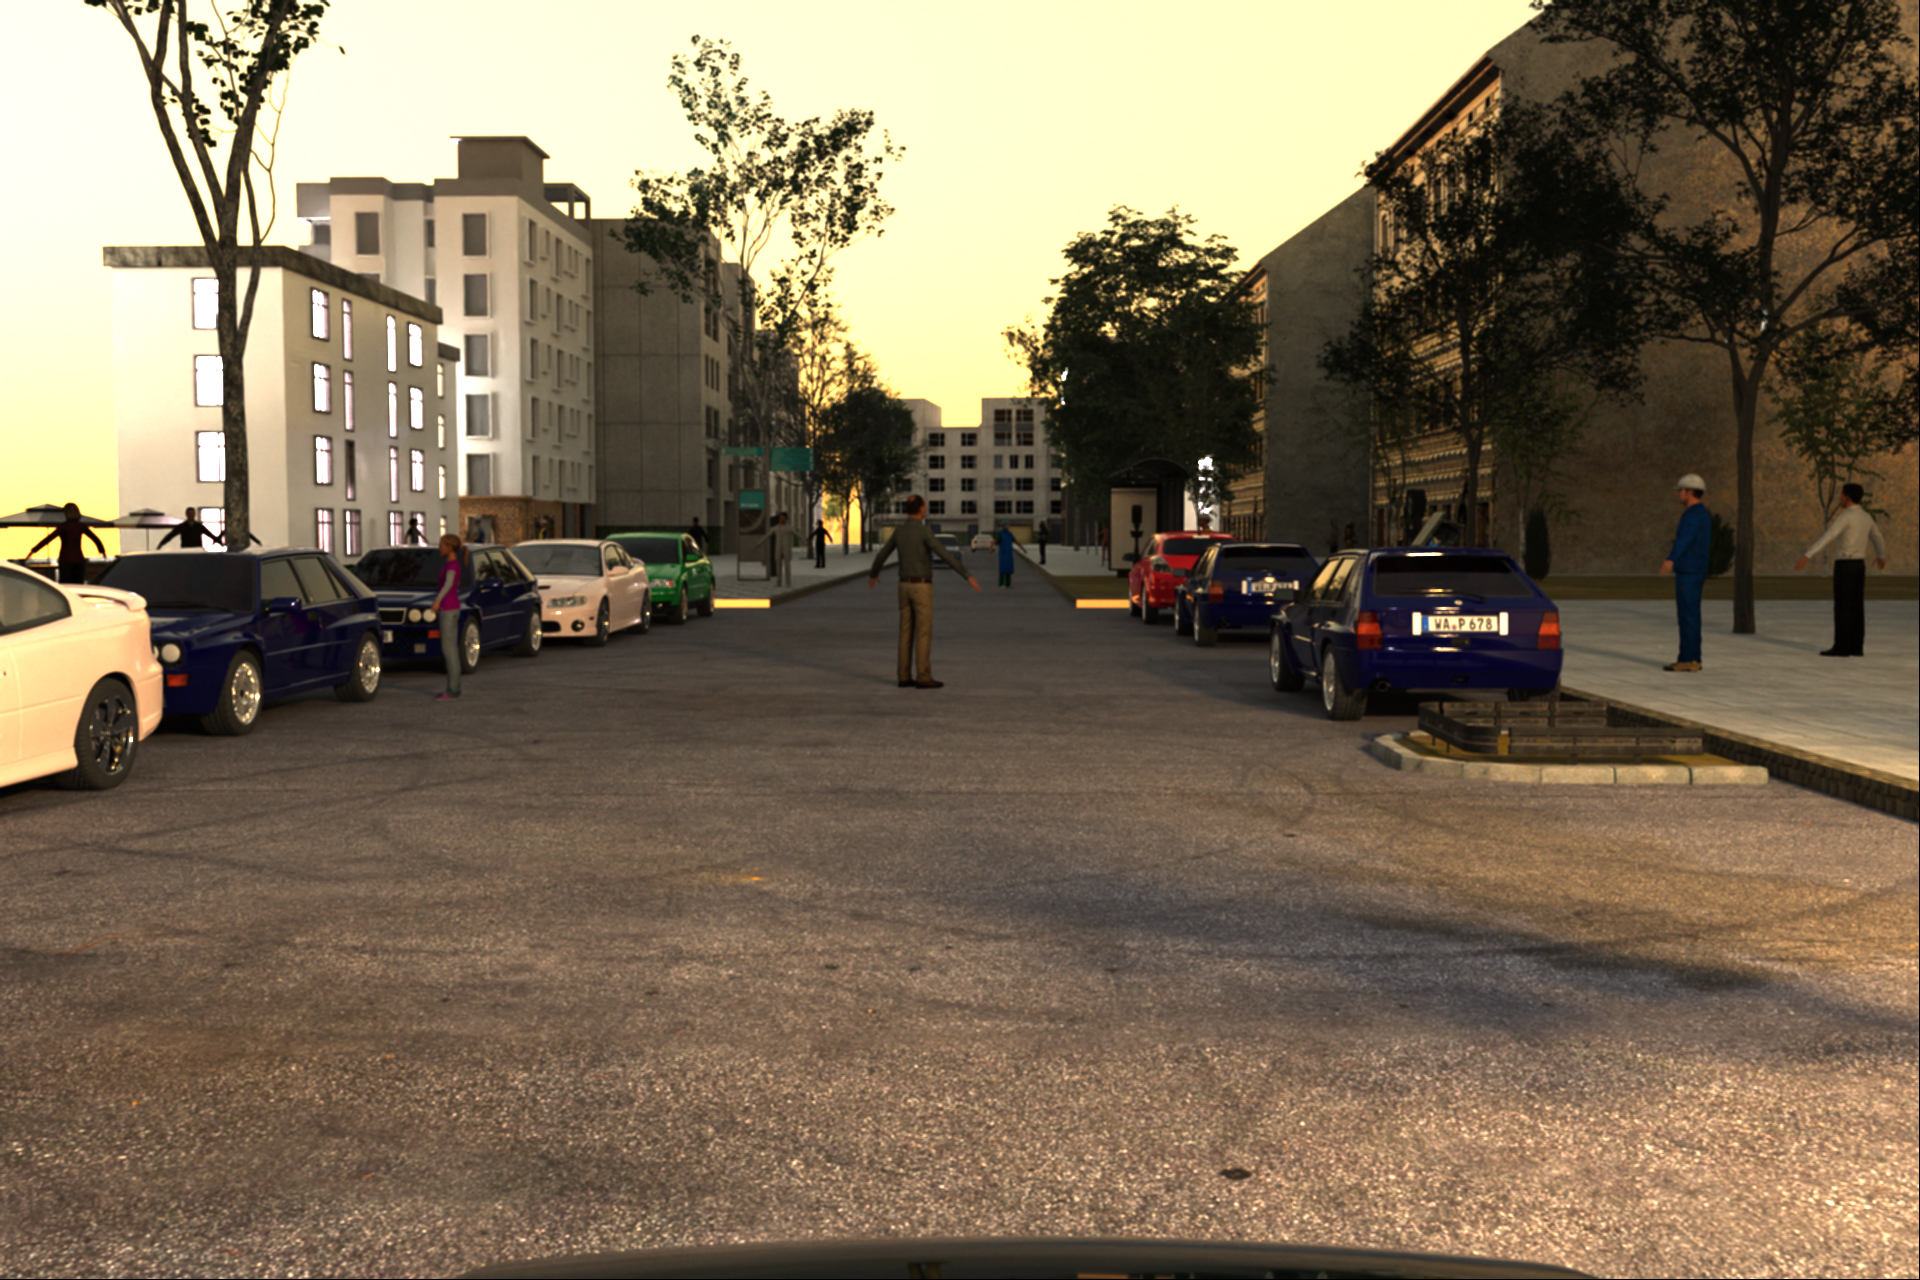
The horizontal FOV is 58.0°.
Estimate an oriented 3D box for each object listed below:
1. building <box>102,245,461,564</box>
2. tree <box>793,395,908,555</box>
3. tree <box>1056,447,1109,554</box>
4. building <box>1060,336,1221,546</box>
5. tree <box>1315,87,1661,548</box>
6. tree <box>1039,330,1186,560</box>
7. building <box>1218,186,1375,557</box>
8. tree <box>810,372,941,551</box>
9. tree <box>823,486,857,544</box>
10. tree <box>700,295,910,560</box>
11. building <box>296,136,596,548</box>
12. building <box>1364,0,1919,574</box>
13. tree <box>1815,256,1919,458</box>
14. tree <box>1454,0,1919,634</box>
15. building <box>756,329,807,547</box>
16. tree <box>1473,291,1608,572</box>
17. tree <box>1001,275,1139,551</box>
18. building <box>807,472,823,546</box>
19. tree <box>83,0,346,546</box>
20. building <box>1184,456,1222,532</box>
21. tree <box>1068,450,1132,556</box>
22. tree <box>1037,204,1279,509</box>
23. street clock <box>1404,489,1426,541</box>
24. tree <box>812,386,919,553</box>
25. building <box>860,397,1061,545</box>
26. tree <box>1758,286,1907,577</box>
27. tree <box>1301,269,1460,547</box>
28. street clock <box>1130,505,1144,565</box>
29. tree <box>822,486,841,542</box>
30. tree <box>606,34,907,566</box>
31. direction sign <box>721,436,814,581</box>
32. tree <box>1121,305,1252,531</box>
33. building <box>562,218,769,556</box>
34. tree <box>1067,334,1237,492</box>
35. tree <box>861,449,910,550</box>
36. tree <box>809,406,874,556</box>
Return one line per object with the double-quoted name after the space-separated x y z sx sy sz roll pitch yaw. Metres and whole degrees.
-23.767 -7.491 64.618 9.099 9.664 28.070 0 4 1 "building"
-6.813 -10.639 108.354 7.601 10.594 8.767 -1 4 -16 "tree"
8.209 -9.857 111.522 4.737 8.622 4.395 0 3 0 "tree"
25.187 -21.452 194.715 27.936 21.610 32.646 0 4 1 "building"
10.857 -6.191 35.635 7.601 10.594 8.767 -1 4 -22 "tree"
7.706 -9.799 85.966 9.928 11.665 9.643 0 3 0 "tree"
26.344 -16.752 104.827 19.493 23.208 18.063 0 4 1 "building"
-6.595 -13.374 129.039 12.009 13.543 11.850 0 3 0 "tree"
-15.817 -16.979 227.965 4.737 8.622 4.395 0 3 0 "tree"
-7.529 -10.840 87.601 12.009 13.543 11.850 0 3 0 "tree"
-25.630 -13.907 83.803 16.016 20.090 11.380 0 4 2 "building"
26.415 -14.216 63.358 19.493 23.208 18.063 0 4 1 "building"
25.564 -6.573 41.879 8.767 10.594 7.601 -2 4 -24 "tree"
9.816 -5.360 22.048 7.601 10.594 8.767 -1 4 -14 "tree"
-24.474 -18.290 165.501 16.747 18.905 31.486 0 4 0 "building"
17.005 -6.211 51.909 4.737 8.622 4.395 0 3 0 "tree"
9.177 -16.642 127.992 12.611 20.169 13.585 0 3 0 "tree"
-19.927 -15.508 195.705 9.099 9.664 28.070 0 4 2 "building"
-12.911 -10.444 26.645 12.611 20.169 13.585 0 3 0 "tree"
25.016 -13.327 160.038 9.099 9.664 28.070 0 4 1 "building"
7.931 -9.334 102.973 4.360 8.622 3.978 0 3 0 "tree"
7.383 -9.740 65.897 9.857 13.997 8.962 0 3 0 "tree"
7.359 -1.434 28.010 0.358 2.002 0.471 0 4 1 "street clock"
-6.567 -11.802 118.722 9.928 11.665 9.643 0 3 0 "tree"
3.733 -22.124 230.645 31.486 18.905 16.747 0 4 7 "building"
25.596 -6.151 50.931 4.737 8.622 4.395 0 3 0 "tree"
12.054 -5.925 47.241 4.360 8.622 3.978 0 3 0 "tree"
4.417 -2.368 43.286 0.358 2.002 0.471 0 4 2 "street clock"
-17.369 -17.232 232.109 4.737 8.622 4.395 0 3 0 "tree"
-9.183 -13.017 68.712 12.611 20.169 13.585 0 3 0 "tree"
-5.249 -3.625 48.024 2.525 3.948 1.411 0 4 2 "direction sign"
7.839 -6.402 55.032 4.360 8.622 3.978 0 3 0 "tree"
-22.731 -15.083 113.068 16.747 18.905 31.486 0 4 1 "building"
8.358 -8.772 77.837 8.767 10.594 7.601 0 4 6 "tree"
-6.501 -11.531 138.895 4.360 8.622 3.978 0 3 0 "tree"
-6.635 -9.112 99.336 4.360 8.622 3.978 0 3 0 "tree"
